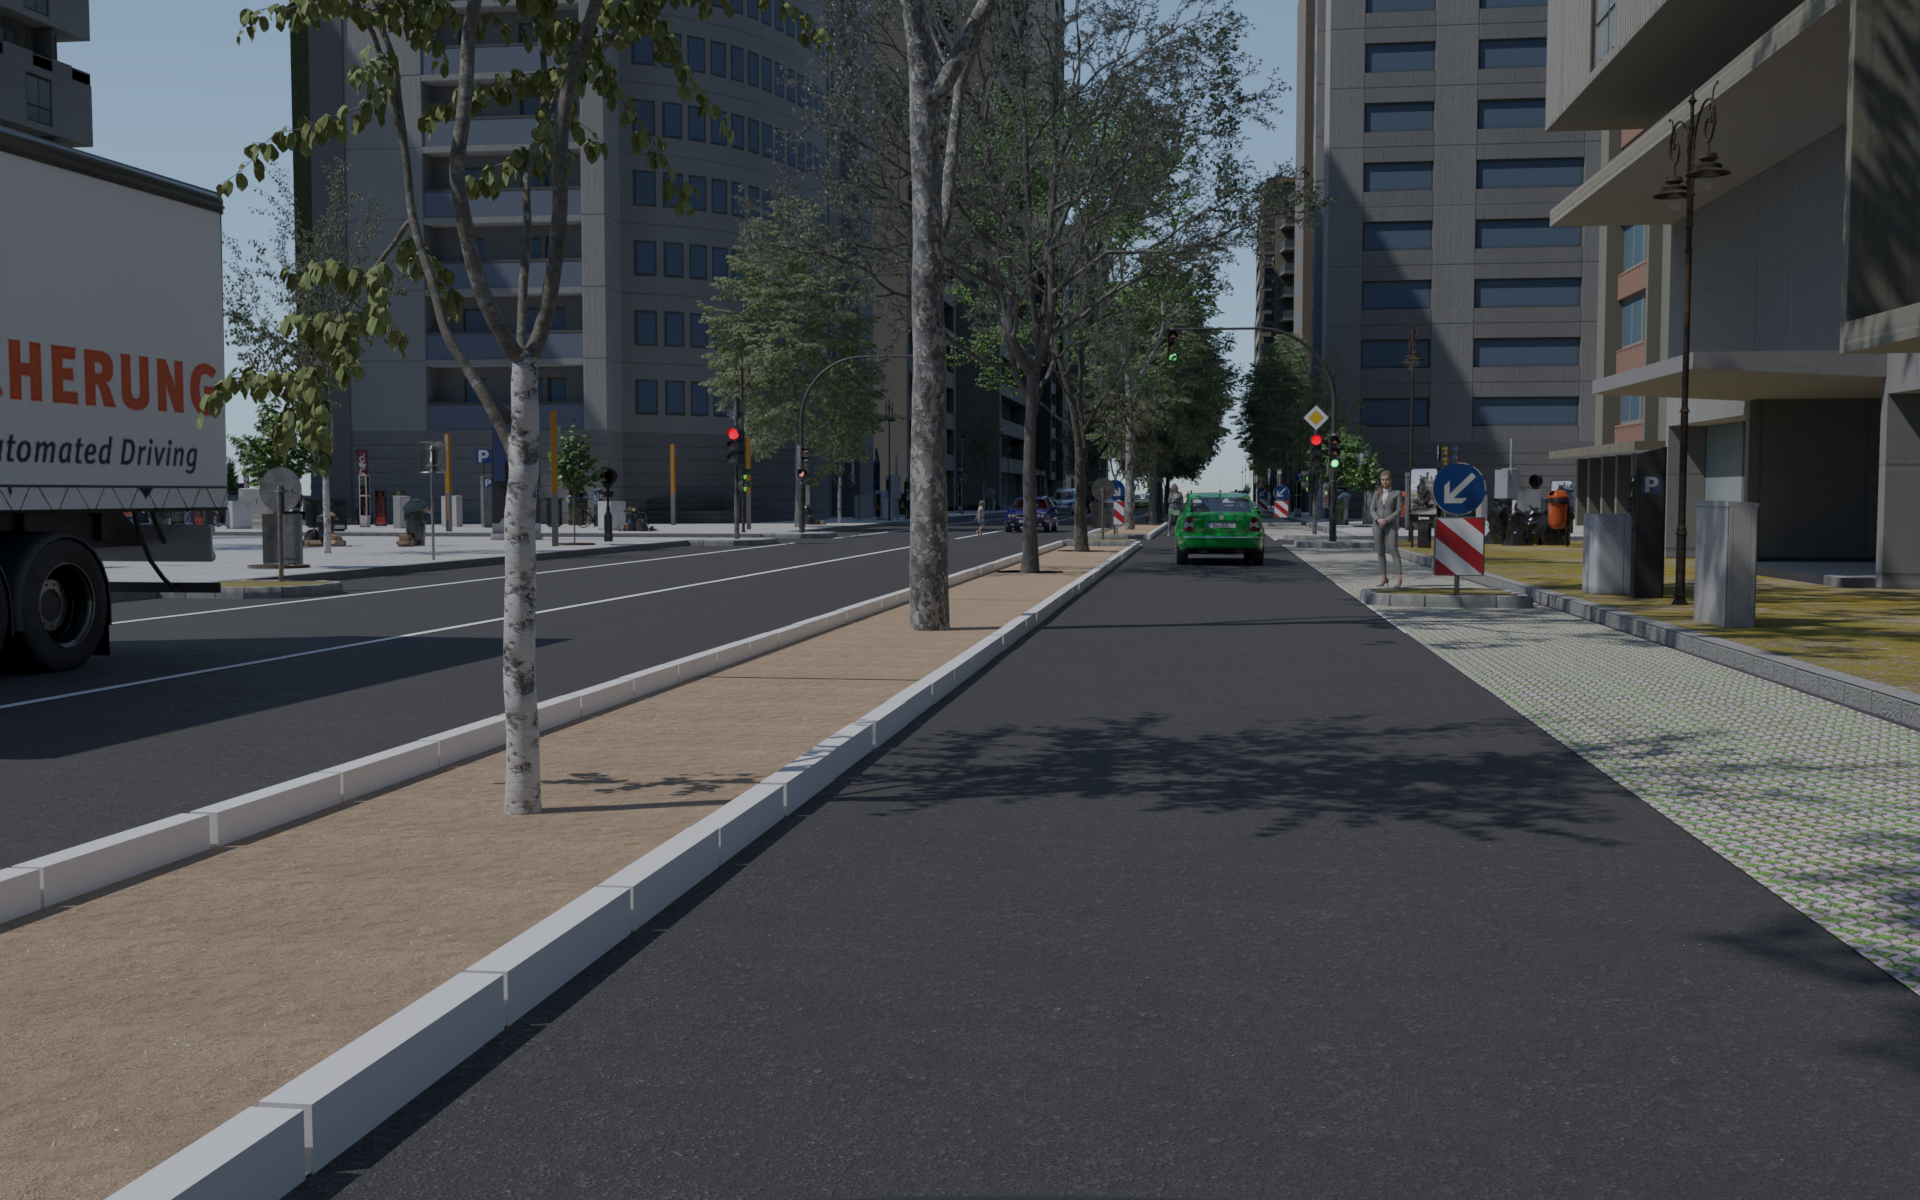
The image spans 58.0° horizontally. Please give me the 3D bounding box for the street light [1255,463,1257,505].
[{"bbox_3d":[34.780,-14.137,203.934,0.468,5.910,1.993,1,4,8],"label":"street light"}]

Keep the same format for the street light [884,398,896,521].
[{"bbox_3d":[-3.402,-6.762,83.338,0.468,5.910,1.993,1,4,8],"label":"street light"}]

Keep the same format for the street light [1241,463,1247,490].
[{"bbox_3d":[43.023,-17.632,261.068,0.468,5.910,1.993,1,4,8],"label":"street light"}]

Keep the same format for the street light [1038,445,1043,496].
[{"bbox_3d":[7.349,-11.373,158.730,0.468,5.910,1.993,1,4,8],"label":"street light"}]

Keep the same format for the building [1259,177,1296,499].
[{"bbox_3d":[51.869,-35.414,233.639,22.147,44.769,28.867,1,4,8],"label":"building"}]

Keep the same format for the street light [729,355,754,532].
[{"bbox_3d":[-7.239,-5.196,57.737,0.468,5.910,1.993,1,4,8],"label":"street light"}]

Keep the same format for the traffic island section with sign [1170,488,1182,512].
[{"bbox_3d":[15.709,-7.447,129.895,2.006,1.907,1.989,1,4,8],"label":"traffic island section with sign"}]

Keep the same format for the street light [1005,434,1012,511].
[{"bbox_3d":[3.717,-9.830,133.509,0.468,5.910,1.993,1,4,8],"label":"street light"}]

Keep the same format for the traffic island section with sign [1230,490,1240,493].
[{"bbox_3d":[25.144,-8.855,153.401,1.989,1.847,2.006,1,4,8],"label":"traffic island section with sign"}]

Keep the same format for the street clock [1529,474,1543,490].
[{"bbox_3d":[21.272,-3.637,64.028,0.358,2.002,0.471,-2,4,-34],"label":"street clock"}]

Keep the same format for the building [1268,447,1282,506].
[{"bbox_3d":[45.077,-53.317,184.408,22.319,86.520,31.000,1,4,8],"label":"building"}]

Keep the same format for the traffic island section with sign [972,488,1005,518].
[{"bbox_3d":[1.868,-5.998,106.691,1.989,1.847,2.006,1,4,8],"label":"traffic island section with sign"}]

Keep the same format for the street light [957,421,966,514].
[{"bbox_3d":[0.165,-8.333,109.025,0.468,5.910,1.993,1,4,8],"label":"street light"}]

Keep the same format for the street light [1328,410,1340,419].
[{"bbox_3d":[16.590,-6.374,77.008,0.468,5.910,1.993,1,4,8],"label":"street light"}]

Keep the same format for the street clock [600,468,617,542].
[{"bbox_3d":[-9.483,-2.574,46.657,0.471,2.002,0.358,1,4,9],"label":"street clock"}]

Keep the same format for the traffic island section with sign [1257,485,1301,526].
[{"bbox_3d":[14.160,-4.191,77.147,1.989,1.847,2.006,1,4,8],"label":"traffic island section with sign"}]

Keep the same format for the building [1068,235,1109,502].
[{"bbox_3d":[15.572,-35.716,267.558,14.154,41.232,14.086,1,4,8],"label":"building"}]

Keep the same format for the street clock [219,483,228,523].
[{"bbox_3d":[-32.682,-4.410,76.666,0.471,2.002,0.358,-3,4,-39],"label":"street clock"}]

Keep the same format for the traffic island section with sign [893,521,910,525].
[{"bbox_3d":[-1.975,-4.366,80.010,1.989,1.847,2.006,1,4,8],"label":"traffic island section with sign"}]

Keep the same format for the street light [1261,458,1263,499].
[{"bbox_3d":[31.180,-12.595,178.708,0.468,5.910,1.993,1,4,8],"label":"street light"}]

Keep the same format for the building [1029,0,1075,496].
[{"bbox_3d":[5.197,-48.187,226.104,20.563,71.187,20.611,1,4,8],"label":"building"}]

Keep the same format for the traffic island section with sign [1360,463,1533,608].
[{"bbox_3d":[6.294,-0.856,22.624,1.989,1.847,2.006,1,4,8],"label":"traffic island section with sign"}]

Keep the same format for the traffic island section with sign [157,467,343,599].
[{"bbox_3d":[-9.956,-0.980,24.645,1.989,1.847,2.006,1,4,8],"label":"traffic island section with sign"}]

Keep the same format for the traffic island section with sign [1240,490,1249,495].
[{"bbox_3d":[17.997,-5.823,103.829,1.989,1.847,2.006,1,4,8],"label":"traffic island section with sign"}]

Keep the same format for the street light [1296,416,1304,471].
[{"bbox_3d":[20.207,-7.963,102.980,0.468,5.910,1.993,1,4,8],"label":"street light"}]

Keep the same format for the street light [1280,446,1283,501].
[{"bbox_3d":[23.964,-9.529,128.592,0.468,5.910,1.993,1,4,8],"label":"street light"}]

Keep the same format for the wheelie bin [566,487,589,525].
[{"bbox_3d":[-15.622,-3.857,70.963,0.693,1.594,0.980,3,5,44],"label":"wheelie bin"}]

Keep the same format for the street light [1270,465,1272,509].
[{"bbox_3d":[27.514,-11.022,153.001,0.468,5.910,1.993,1,4,8],"label":"street light"}]

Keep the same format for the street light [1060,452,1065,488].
[{"bbox_3d":[10.918,-12.927,184.136,0.468,5.910,1.993,1,4,8],"label":"street light"}]

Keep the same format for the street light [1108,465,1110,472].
[{"bbox_3d":[22.929,-17.954,266.339,0.468,5.910,1.993,1,4,8],"label":"street light"}]

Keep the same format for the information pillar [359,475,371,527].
[{"bbox_3d":[-22.914,-3.803,66.669,0.304,2.012,0.304,0,4,7],"label":"information pillar"}]

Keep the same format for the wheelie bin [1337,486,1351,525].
[{"bbox_3d":[15.611,-3.871,71.203,0.980,1.594,0.693,3,4,36],"label":"wheelie bin"}]

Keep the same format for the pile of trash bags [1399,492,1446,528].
[{"bbox_3d":[17.133,-3.356,64.626,1.912,1.369,3.447,3,4,36],"label":"pile of trash bags"}]

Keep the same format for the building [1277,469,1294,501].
[{"bbox_3d":[40.300,-44.095,159.197,20.563,71.187,20.611,1,4,8],"label":"building"}]

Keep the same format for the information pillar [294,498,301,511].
[{"bbox_3d":[-38.942,-5.947,101.733,0.304,2.012,0.304,-3,5,-43],"label":"information pillar"}]

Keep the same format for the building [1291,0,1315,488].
[{"bbox_3d":[34.993,-30.145,142.975,14.600,45.320,14.200,1,4,8],"label":"building"}]

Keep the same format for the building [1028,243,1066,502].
[{"bbox_3d":[4.503,-26.007,196.916,14.160,30.474,14.107,1,4,8],"label":"building"}]

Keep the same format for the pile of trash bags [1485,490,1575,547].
[{"bbox_3d":[14.398,-2.047,43.225,1.912,1.369,3.447,0,4,-2],"label":"pile of trash bags"}]

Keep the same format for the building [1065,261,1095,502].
[{"bbox_3d":[2.922,-34.127,249.865,32.217,40.220,23.993,1,4,8],"label":"building"}]

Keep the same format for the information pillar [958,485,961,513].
[{"bbox_3d":[0.034,-6.880,116.980,0.304,2.012,0.304,1,4,12],"label":"information pillar"}]

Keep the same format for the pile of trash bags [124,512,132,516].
[{"bbox_3d":[-53.017,-6.246,111.871,3.447,1.369,1.912,-1,4,-21],"label":"pile of trash bags"}]

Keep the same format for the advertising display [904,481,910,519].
[{"bbox_3d":[-2.581,-5.070,88.112,0.123,1.923,0.974,2,4,24],"label":"advertising display"}]

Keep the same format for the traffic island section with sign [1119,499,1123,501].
[{"bbox_3d":[24.645,-15.664,264.733,1.989,1.847,2.006,1,4,8],"label":"traffic island section with sign"}]

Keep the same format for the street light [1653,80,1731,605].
[{"bbox_3d":[8.360,-2.884,19.937,0.468,5.910,1.993,1,4,8],"label":"street light"}]

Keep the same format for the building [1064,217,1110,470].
[{"bbox_3d":[16.906,-38.617,281.504,14.600,45.320,14.200,1,4,8],"label":"building"}]

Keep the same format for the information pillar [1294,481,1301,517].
[{"bbox_3d":[18.661,-5.578,95.698,0.304,2.012,0.304,-1,4,-15],"label":"information pillar"}]

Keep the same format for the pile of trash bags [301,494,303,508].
[{"bbox_3d":[-38.352,-5.768,104.054,3.447,1.369,1.912,-3,5,-42],"label":"pile of trash bags"}]

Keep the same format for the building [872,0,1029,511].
[{"bbox_3d":[-6.003,-31.808,143.770,21.300,48.544,21.600,1,4,8],"label":"building"}]

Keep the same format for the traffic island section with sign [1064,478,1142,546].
[{"bbox_3d":[3.934,-2.450,48.190,2.006,1.907,1.989,1,4,8],"label":"traffic island section with sign"}]

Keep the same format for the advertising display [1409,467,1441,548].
[{"bbox_3d":[10.998,-2.187,40.968,0.123,1.923,0.974,-2,4,-27],"label":"advertising display"}]

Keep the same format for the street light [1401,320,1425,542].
[{"bbox_3d":[12.080,-4.496,46.298,0.468,5.910,1.993,1,4,8],"label":"street light"}]

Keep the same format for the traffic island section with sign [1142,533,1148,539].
[{"bbox_3d":[5.000,-2.898,55.521,2.006,1.907,1.989,1,4,8],"label":"traffic island section with sign"}]

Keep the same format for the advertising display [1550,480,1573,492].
[{"bbox_3d":[27.148,-4.461,78.157,0.974,1.923,0.123,2,4,33],"label":"advertising display"}]
